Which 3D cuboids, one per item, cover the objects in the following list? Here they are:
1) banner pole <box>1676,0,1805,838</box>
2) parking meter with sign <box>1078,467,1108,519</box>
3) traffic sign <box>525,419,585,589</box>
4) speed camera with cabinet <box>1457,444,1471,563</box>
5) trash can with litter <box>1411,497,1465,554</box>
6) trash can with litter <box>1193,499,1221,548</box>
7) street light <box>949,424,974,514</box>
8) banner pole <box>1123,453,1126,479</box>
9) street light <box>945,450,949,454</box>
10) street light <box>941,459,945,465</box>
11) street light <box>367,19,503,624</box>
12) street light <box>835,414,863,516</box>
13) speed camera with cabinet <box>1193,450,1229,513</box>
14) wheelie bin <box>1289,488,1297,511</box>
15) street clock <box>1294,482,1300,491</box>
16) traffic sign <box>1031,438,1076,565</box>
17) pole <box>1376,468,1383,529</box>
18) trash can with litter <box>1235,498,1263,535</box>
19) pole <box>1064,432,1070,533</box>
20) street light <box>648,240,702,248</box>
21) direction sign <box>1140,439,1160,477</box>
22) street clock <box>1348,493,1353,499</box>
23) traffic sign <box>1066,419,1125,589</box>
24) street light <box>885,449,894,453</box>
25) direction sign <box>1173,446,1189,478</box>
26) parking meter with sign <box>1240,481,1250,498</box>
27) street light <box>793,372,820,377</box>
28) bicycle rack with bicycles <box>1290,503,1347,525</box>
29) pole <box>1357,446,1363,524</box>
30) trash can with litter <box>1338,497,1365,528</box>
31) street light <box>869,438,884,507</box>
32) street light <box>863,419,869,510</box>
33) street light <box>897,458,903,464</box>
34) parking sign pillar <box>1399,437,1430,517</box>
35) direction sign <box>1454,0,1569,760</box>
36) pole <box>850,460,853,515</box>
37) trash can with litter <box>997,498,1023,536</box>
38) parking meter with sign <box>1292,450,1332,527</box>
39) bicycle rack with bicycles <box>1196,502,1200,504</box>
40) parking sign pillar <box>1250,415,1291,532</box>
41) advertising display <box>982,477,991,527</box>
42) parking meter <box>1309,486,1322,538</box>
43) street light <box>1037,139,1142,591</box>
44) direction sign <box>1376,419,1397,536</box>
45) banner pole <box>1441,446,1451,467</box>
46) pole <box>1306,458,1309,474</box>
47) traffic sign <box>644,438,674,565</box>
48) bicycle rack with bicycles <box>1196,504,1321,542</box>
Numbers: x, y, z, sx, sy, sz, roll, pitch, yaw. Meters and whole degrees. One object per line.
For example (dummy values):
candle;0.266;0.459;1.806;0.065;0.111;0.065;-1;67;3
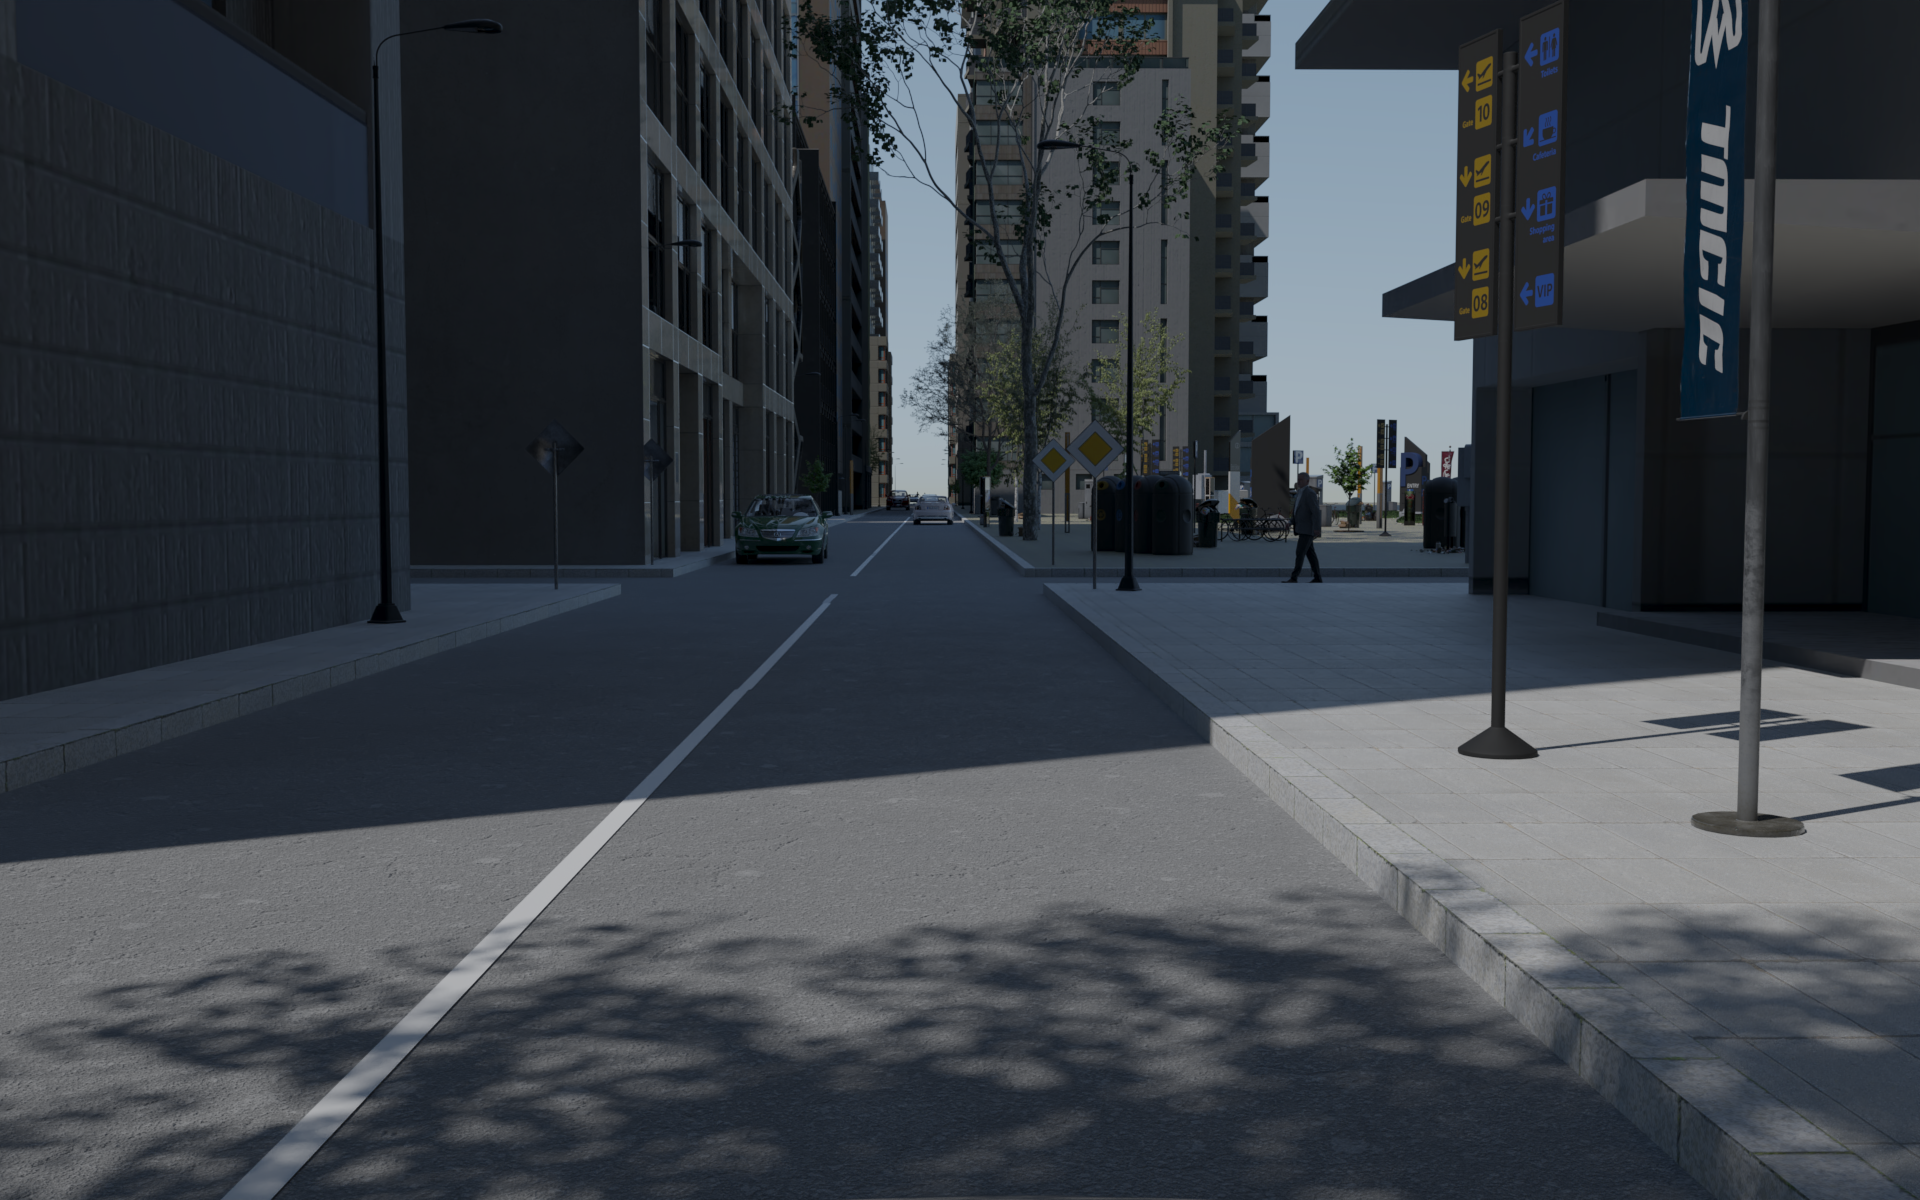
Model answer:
banner pole;3.012;-1.025;6.771;0.401;3.779;0.863;0;4;-3
parking meter with sign;6.766;-5.656;88.742;0.543;3.016;1.738;-3;5;-41
traffic sign;-5.428;-1.199;23.242;0.795;2.450;0.064;0;4;-1
speed camera with cabinet;10.145;-2.279;31.592;2.038;3.252;0.660;3;5;43
trash can with litter;10.605;-1.653;38.083;1.678;1.210;2.233;2;4;26
trash can with litter;5.777;-1.851;41.651;0.624;1.170;1.055;-2;4;-30
street light;0.200;-8.644;113.867;1.470;5.913;1.316;0;4;-1
banner pole;9.198;-6.508;96.425;0.401;3.779;0.863;1;4;21
street light;-0.292;-10.742;148.174;1.470;5.913;1.316;0;4;-1
street light;-0.981;-12.856;182.735;1.470;5.913;1.316;0;4;-1
street light;-5.177;-2.725;17.099;1.470;5.913;1.316;0;4;-1
street light;-6.572;-7.828;100.526;1.470;5.913;1.316;0;4;-1
speed camera with cabinet;11.498;-5.171;78.884;2.038;3.252;0.660;-3;5;-39
wheelie bin;16.689;-4.864;87.431;0.980;1.594;0.693;-2;4;-25
street clock;20.758;-6.237;106.548;0.358;2.002;0.471;3;5;43
traffic sign;1.687;-1.693;31.322;0.795;2.450;0.064;0;4;-1
pole;15.579;-4.306;64.244;0.158;3.312;0.155;0;3;0
trash can with litter;9.117;-2.624;54.289;0.624;1.170;1.055;3;4;39
pole;3.540;-3.870;57.114;0.158;3.312;0.155;0;3;0
street light;-5.406;-3.624;31.789;1.470;5.913;1.316;0;4;-1
direction sign;7.891;-4.892;71.984;0.876;3.537;0.379;2;4;35
street clock;22.975;-5.958;101.982;0.358;2.002;0.471;3;5;42
traffic sign;1.815;-1.205;23.338;0.795;2.450;0.064;0;4;-1
street light;-7.746;-12.536;177.496;1.470;5.913;1.316;0;4;-1
direction sign;10.462;-5.512;82.120;0.876;3.537;0.379;3;4;37
parking meter with sign;17.139;-6.564;103.580;1.738;3.016;0.543;-2;4;-29
street light;-6.028;-5.730;66.219;1.470;5.913;1.316;0;4;-1
bicycle rack with bicycles;14.901;-3.578;71.879;2.852;0.926;2.925;-1;4;-14
pole;16.975;-4.874;73.533;0.158;3.312;0.155;0;3;0
trash can with litter;14.690;-3.282;65.044;0.624;1.170;1.055;3;5;45
street light;-7.233;-10.417;142.854;1.470;5.913;1.316;0;4;-1
street light;-6.559;-8.260;107.594;1.470;5.913;1.316;0;4;-1
street light;-8.493;-15.469;225.458;1.470;5.913;1.316;0;4;-1
parking sign pillar;21.107;-5.636;80.614;1.447;3.967;1.447;-2;4;-34
direction sign;2.651;-1.005;8.436;0.379;3.537;0.876;-1;4;-16
pole;-6.572;-6.794;104.922;0.158;3.312;0.155;0;3;0
trash can with litter;1.650;-2.521;52.611;1.055;1.170;0.624;1;4;8
parking meter with sign;13.917;-4.401;68.221;0.543;3.016;1.738;-3;4;-36
bicycle rack with bicycles;13.288;-5.087;96.546;2.925;0.926;2.852;0;4;-7
parking sign pillar;10.579;-4.320;59.102;1.447;3.967;1.447;0;4;3
advertising display;1.023;-3.775;66.932;0.123;1.923;0.974;1;4;13
parking meter;10.431;-2.595;50.845;0.372;1.533;0.369;0;3;0
street light;1.706;-3.078;22.872;1.470;5.913;1.316;0;4;-1
direction sign;12.935;-3.705;52.567;0.876;3.537;0.379;-2;4;-35
banner pole;25.186;-6.096;89.692;0.401;3.779;0.863;-2;4;-28
pole;19.368;-6.283;96.577;0.158;3.312;0.155;0;3;0
traffic sign;-5.557;-1.687;31.226;0.795;2.450;0.064;0;4;-1
bicycle rack with bicycles;8.127;-2.071;47.243;2.925;0.926;2.852;2;4;26
